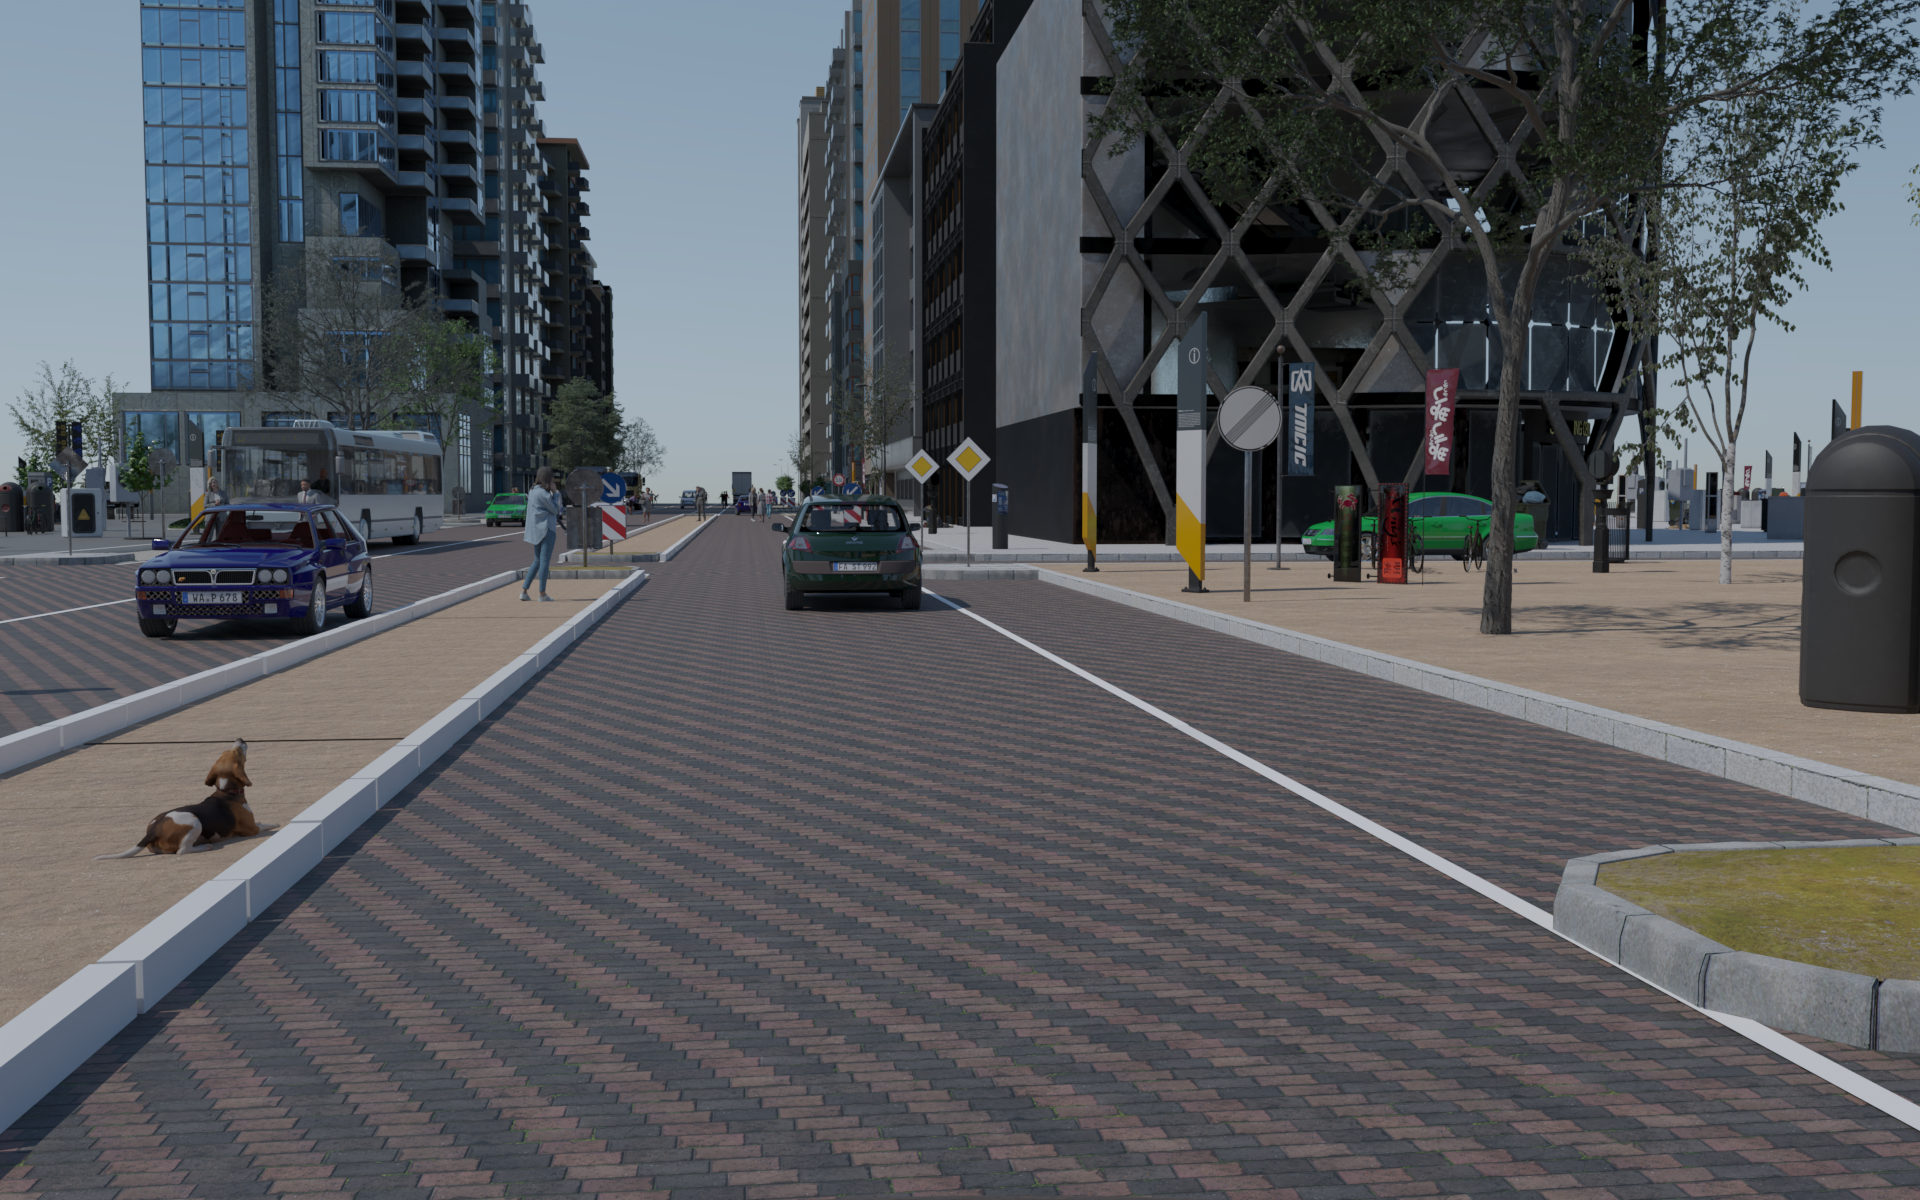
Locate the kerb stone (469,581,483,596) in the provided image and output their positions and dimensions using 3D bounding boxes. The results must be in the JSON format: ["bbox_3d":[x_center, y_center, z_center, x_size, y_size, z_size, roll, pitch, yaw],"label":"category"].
[{"bbox_3d":[-6.880,-0.130,24.341,0.120,0.150,1.000,0,4,-7],"label":"kerb stone"}]

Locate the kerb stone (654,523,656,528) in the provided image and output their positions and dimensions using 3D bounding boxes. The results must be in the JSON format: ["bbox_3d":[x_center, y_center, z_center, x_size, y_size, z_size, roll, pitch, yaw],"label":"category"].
[{"bbox_3d":[-12.787,-3.024,71.669,0.120,0.150,1.000,0,4,-7],"label":"kerb stone"}]

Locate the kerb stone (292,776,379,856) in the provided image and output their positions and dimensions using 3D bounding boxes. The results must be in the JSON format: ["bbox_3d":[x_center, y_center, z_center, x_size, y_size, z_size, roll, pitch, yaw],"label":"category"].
[{"bbox_3d":[-2.631,0.911,7.305,0.120,0.150,1.000,0,4,-7],"label":"kerb stone"}]

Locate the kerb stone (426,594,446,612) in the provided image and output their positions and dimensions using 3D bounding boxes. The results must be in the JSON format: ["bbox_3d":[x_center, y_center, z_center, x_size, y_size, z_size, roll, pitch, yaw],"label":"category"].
[{"bbox_3d":[-6.494,0.056,21.288,0.120,0.150,1.000,0,4,-7],"label":"kerb stone"}]

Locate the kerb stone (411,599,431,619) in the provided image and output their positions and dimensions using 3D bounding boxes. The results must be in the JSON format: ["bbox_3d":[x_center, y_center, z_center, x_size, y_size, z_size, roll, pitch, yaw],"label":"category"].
[{"bbox_3d":[-6.366,0.118,20.264,0.120,0.150,1.000,0,4,-7],"label":"kerb stone"}]

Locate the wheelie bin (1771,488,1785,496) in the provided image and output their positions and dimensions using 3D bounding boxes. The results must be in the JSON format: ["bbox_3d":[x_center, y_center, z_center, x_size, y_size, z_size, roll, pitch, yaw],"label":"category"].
[{"bbox_3d":[43.688,-5.178,92.573,0.980,1.594,0.693,3,5,44],"label":"wheelie bin"}]

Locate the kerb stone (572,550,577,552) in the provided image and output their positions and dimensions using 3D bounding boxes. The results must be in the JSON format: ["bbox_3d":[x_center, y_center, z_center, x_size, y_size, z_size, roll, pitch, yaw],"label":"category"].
[{"bbox_3d":[-8.586,-0.969,38.094,0.120,0.150,1.000,0,4,-7],"label":"kerb stone"}]

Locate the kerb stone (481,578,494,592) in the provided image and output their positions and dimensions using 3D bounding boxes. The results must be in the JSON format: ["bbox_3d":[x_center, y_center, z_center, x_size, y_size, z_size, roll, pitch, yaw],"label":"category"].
[{"bbox_3d":[-7.003,-0.189,25.368,0.120,0.150,1.000,0,4,-7],"label":"kerb stone"}]

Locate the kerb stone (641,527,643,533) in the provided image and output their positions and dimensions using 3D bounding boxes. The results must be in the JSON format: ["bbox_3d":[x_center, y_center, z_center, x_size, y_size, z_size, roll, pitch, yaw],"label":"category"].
[{"bbox_3d":[-11.641,-2.467,62.523,0.120,0.150,1.000,0,4,-7],"label":"kerb stone"}]

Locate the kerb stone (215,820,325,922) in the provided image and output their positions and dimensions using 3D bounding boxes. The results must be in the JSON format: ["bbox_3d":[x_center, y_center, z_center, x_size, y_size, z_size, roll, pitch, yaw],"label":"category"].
[{"bbox_3d":[-2.496,0.977,6.279,0.120,0.150,1.000,0,4,-7],"label":"kerb stone"}]

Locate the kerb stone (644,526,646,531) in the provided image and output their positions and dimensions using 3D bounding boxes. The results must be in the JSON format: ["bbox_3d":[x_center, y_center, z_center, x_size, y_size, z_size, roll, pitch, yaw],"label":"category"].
[{"bbox_3d":[-11.900,-2.591,64.552,0.120,0.150,1.000,0,4,-7],"label":"kerb stone"}]

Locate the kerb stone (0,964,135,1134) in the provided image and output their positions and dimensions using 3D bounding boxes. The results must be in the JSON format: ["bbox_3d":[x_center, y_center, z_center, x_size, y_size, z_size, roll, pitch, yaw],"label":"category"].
[{"bbox_3d":[-2.255,1.099,4.243,0.120,0.150,1.000,0,4,-7],"label":"kerb stone"}]

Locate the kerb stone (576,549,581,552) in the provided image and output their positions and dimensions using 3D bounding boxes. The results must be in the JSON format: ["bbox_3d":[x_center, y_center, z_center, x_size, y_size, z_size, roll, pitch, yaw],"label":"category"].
[{"bbox_3d":[-8.721,-1.035,39.117,0.120,0.150,1.000,0,4,-7],"label":"kerb stone"}]

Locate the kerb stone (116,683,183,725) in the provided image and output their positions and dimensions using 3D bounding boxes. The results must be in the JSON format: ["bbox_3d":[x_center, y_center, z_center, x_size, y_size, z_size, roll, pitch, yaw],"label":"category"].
[{"bbox_3d":[-5.225,0.678,11.106,0.120,0.150,1.000,0,4,-7],"label":"kerb stone"}]

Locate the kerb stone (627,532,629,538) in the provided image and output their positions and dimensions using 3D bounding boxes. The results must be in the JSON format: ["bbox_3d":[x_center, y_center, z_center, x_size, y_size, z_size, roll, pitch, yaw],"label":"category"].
[{"bbox_3d":[-10.751,-2.030,55.392,0.120,0.150,1.000,0,4,-7],"label":"kerb stone"}]

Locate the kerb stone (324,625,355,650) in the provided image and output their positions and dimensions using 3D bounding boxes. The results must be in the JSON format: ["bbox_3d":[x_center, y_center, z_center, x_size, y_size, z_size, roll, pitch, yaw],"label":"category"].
[{"bbox_3d":[-5.859,0.370,16.190,0.120,0.150,1.000,0,4,-7],"label":"kerb stone"}]

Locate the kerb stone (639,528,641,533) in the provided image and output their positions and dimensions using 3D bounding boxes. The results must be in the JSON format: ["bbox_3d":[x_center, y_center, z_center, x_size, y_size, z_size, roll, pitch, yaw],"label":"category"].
[{"bbox_3d":[-11.516,-2.404,61.501,0.120,0.150,1.000,0,4,-7],"label":"kerb stone"}]

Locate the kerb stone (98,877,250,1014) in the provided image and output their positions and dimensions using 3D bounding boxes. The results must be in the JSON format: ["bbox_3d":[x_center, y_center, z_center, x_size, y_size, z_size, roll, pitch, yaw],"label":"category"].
[{"bbox_3d":[-2.371,1.036,5.259,0.120,0.150,1.000,0,4,-7],"label":"kerb stone"}]

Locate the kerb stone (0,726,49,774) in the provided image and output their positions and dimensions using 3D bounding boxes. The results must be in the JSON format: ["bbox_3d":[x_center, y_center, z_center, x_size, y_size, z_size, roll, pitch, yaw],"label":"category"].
[{"bbox_3d":[-4.973,0.803,9.074,0.120,0.150,1.000,0,4,-7],"label":"kerb stone"}]

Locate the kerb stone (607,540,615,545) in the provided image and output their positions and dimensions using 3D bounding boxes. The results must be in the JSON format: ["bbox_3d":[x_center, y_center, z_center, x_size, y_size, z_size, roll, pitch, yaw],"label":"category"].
[{"bbox_3d":[-9.994,-1.651,49.282,0.120,0.150,1.000,0,4,-7],"label":"kerb stone"}]

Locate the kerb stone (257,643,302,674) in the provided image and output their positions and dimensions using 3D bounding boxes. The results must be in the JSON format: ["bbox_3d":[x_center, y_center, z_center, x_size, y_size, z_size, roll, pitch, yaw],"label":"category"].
[{"bbox_3d":[-5.595,0.491,14.160,0.120,0.150,1.000,0,4,-7],"label":"kerb stone"}]

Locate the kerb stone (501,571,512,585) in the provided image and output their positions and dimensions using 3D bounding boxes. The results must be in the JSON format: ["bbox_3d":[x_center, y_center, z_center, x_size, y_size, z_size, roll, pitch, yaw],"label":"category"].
[{"bbox_3d":[-7.259,-0.318,27.396,0.120,0.150,1.000,0,4,-7],"label":"kerb stone"}]

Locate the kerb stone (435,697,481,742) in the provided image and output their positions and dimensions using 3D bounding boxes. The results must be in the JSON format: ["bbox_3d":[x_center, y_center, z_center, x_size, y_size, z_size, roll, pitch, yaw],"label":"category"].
[{"bbox_3d":[-3.018,0.728,10.365,0.120,0.150,1.000,0,4,-7],"label":"kerb stone"}]

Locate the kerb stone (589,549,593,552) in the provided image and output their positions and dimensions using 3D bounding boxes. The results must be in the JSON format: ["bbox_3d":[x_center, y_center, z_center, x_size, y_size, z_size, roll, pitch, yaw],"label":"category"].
[{"bbox_3d":[-9.101,-1.221,42.173,0.120,0.150,1.000,0,4,-7],"label":"kerb stone"}]

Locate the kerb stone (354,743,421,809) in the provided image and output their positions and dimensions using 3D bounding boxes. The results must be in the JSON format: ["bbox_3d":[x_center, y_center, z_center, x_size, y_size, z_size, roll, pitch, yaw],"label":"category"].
[{"bbox_3d":[-2.759,0.849,8.331,0.120,0.150,1.000,0,4,-7],"label":"kerb stone"}]

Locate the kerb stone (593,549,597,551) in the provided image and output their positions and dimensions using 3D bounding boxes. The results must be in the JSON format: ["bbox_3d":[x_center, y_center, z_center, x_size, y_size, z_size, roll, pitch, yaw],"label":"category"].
[{"bbox_3d":[-9.357,-1.346,44.201,0.120,0.150,1.000,0,4,-7],"label":"kerb stone"}]

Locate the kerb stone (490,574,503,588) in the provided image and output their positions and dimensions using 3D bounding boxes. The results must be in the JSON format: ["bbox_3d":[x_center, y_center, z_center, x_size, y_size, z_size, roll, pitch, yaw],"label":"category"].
[{"bbox_3d":[-7.132,-0.256,26.382,0.120,0.150,1.000,0,4,-7],"label":"kerb stone"}]

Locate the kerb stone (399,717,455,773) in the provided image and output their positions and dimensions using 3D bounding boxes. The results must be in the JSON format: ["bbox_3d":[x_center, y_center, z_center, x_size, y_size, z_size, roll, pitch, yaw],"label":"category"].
[{"bbox_3d":[-2.885,0.786,9.347,0.120,0.150,1.000,0,4,-7],"label":"kerb stone"}]

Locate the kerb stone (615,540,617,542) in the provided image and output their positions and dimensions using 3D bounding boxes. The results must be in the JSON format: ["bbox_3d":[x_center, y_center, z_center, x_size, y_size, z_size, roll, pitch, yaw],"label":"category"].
[{"bbox_3d":[-10.121,-1.717,50.297,0.120,0.150,1.000,0,4,-7],"label":"kerb stone"}]

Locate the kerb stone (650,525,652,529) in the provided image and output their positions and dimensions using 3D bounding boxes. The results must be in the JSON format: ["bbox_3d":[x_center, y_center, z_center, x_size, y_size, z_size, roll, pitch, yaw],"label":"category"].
[{"bbox_3d":[-12.407,-2.839,68.619,0.120,0.150,1.000,0,4,-7],"label":"kerb stone"}]

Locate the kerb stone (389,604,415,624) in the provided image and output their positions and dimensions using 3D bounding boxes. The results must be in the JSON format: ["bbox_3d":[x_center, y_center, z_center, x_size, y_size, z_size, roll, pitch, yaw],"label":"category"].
[{"bbox_3d":[-6.244,0.180,19.249,0.120,0.150,1.000,0,4,-7],"label":"kerb stone"}]

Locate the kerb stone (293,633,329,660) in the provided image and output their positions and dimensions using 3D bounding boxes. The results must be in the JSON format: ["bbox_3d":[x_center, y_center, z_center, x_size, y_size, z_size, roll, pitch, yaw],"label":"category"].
[{"bbox_3d":[-5.734,0.430,15.175,0.120,0.150,1.000,0,4,-7],"label":"kerb stone"}]

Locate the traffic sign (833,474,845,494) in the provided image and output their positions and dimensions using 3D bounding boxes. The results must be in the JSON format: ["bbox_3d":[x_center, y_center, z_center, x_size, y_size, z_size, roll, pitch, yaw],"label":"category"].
[{"bbox_3d":[-7.587,-6.632,108.547,0.768,2.556,0.104,0,4,-6],"label":"traffic sign"}]

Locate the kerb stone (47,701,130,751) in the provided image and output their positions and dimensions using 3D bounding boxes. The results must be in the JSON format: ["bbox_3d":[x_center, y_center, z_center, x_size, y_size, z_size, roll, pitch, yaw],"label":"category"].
[{"bbox_3d":[-5.093,0.740,10.092,0.120,0.150,1.000,0,4,-7],"label":"kerb stone"}]

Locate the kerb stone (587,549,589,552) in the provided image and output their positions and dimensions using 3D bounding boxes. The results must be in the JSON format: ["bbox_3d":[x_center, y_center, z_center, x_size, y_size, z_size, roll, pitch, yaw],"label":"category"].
[{"bbox_3d":[-8.984,-1.156,41.158,0.120,0.150,1.000,0,4,-7],"label":"kerb stone"}]

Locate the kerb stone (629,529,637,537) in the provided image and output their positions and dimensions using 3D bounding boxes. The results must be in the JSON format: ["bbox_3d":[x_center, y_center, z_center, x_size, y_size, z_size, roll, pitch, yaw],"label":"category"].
[{"bbox_3d":[-11.261,-2.278,59.459,0.120,0.150,1.000,0,4,-7],"label":"kerb stone"}]

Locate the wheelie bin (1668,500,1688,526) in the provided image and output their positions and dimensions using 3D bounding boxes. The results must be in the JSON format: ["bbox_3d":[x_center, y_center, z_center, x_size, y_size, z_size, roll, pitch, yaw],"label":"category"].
[{"bbox_3d":[29.087,-3.805,70.113,0.693,1.594,0.980,3,4,37],"label":"wheelie bin"}]

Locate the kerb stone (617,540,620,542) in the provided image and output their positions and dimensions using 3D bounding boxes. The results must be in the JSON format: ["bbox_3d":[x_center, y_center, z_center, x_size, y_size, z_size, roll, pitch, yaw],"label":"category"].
[{"bbox_3d":[-10.249,-1.781,51.320,0.120,0.150,1.000,0,4,-7],"label":"kerb stone"}]

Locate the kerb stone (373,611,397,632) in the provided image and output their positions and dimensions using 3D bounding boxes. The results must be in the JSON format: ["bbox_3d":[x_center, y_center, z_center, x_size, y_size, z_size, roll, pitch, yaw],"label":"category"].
[{"bbox_3d":[-6.116,0.247,18.229,0.120,0.150,1.000,0,4,-7],"label":"kerb stone"}]

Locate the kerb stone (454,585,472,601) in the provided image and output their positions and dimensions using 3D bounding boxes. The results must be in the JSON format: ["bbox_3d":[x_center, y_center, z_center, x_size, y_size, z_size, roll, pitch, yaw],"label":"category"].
[{"bbox_3d":[-6.747,-0.069,23.320,0.120,0.150,1.000,0,4,-7],"label":"kerb stone"}]

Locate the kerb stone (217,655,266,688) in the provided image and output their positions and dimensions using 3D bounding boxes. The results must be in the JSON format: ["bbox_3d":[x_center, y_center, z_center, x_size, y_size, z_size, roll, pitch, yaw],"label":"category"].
[{"bbox_3d":[-5.485,0.558,13.137,0.120,0.150,1.000,0,4,-7],"label":"kerb stone"}]

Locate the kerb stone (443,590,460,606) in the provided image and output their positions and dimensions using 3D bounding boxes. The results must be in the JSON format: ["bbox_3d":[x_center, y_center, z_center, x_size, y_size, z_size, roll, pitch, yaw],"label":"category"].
[{"bbox_3d":[-6.621,0.000,22.303,0.120,0.150,1.000,0,4,-7],"label":"kerb stone"}]

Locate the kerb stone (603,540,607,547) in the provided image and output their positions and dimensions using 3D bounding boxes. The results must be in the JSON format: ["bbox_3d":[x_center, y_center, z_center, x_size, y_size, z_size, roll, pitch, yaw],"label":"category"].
[{"bbox_3d":[-9.606,-1.470,46.237,0.120,0.150,1.000,0,4,-7],"label":"kerb stone"}]

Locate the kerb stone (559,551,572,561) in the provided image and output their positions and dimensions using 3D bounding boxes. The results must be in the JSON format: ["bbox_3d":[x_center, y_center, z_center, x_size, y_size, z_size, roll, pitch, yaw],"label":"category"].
[{"bbox_3d":[-8.467,-0.910,37.078,0.120,0.150,1.000,0,4,-7],"label":"kerb stone"}]

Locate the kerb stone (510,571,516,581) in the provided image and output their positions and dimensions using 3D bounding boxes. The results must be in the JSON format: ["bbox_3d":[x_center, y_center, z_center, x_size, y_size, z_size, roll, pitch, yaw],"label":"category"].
[{"bbox_3d":[-7.386,-0.380,28.415,0.120,0.150,1.000,0,4,-7],"label":"kerb stone"}]

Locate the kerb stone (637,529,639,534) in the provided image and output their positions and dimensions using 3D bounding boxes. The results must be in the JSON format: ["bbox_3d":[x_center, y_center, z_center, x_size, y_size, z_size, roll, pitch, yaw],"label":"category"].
[{"bbox_3d":[-11.390,-2.341,60.475,0.120,0.150,1.000,0,4,-7],"label":"kerb stone"}]

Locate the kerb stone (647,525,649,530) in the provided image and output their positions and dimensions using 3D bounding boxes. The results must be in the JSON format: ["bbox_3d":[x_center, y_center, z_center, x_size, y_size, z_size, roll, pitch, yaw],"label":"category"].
[{"bbox_3d":[-12.155,-2.714,66.587,0.120,0.150,1.000,0,4,-7],"label":"kerb stone"}]

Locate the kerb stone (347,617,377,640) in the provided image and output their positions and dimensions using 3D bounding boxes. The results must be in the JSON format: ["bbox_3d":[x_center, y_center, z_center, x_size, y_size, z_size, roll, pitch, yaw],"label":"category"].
[{"bbox_3d":[-5.990,0.305,17.204,0.120,0.150,1.000,0,4,-7],"label":"kerb stone"}]

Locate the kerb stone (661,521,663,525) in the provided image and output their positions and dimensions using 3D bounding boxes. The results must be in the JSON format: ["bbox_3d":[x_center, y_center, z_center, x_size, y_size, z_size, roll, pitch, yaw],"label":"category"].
[{"bbox_3d":[-13.556,-3.400,77.782,0.120,0.150,1.000,0,4,-7],"label":"kerb stone"}]

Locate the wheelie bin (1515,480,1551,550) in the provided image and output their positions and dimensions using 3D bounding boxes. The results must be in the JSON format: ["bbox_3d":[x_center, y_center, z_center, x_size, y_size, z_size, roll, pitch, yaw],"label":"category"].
[{"bbox_3d":[13.179,-1.964,40.026,0.693,1.594,0.980,-1,4,-20],"label":"wheelie bin"}]

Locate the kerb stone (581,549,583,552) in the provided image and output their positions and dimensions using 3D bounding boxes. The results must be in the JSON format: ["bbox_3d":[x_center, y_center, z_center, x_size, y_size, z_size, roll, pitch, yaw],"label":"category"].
[{"bbox_3d":[-8.843,-1.094,40.137,0.120,0.150,1.000,0,4,-7],"label":"kerb stone"}]

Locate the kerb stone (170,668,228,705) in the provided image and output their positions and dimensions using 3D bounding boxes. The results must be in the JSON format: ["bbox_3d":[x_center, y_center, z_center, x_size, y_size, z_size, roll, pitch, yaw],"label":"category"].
[{"bbox_3d":[-5.354,0.616,12.123,0.120,0.150,1.000,0,4,-7],"label":"kerb stone"}]
